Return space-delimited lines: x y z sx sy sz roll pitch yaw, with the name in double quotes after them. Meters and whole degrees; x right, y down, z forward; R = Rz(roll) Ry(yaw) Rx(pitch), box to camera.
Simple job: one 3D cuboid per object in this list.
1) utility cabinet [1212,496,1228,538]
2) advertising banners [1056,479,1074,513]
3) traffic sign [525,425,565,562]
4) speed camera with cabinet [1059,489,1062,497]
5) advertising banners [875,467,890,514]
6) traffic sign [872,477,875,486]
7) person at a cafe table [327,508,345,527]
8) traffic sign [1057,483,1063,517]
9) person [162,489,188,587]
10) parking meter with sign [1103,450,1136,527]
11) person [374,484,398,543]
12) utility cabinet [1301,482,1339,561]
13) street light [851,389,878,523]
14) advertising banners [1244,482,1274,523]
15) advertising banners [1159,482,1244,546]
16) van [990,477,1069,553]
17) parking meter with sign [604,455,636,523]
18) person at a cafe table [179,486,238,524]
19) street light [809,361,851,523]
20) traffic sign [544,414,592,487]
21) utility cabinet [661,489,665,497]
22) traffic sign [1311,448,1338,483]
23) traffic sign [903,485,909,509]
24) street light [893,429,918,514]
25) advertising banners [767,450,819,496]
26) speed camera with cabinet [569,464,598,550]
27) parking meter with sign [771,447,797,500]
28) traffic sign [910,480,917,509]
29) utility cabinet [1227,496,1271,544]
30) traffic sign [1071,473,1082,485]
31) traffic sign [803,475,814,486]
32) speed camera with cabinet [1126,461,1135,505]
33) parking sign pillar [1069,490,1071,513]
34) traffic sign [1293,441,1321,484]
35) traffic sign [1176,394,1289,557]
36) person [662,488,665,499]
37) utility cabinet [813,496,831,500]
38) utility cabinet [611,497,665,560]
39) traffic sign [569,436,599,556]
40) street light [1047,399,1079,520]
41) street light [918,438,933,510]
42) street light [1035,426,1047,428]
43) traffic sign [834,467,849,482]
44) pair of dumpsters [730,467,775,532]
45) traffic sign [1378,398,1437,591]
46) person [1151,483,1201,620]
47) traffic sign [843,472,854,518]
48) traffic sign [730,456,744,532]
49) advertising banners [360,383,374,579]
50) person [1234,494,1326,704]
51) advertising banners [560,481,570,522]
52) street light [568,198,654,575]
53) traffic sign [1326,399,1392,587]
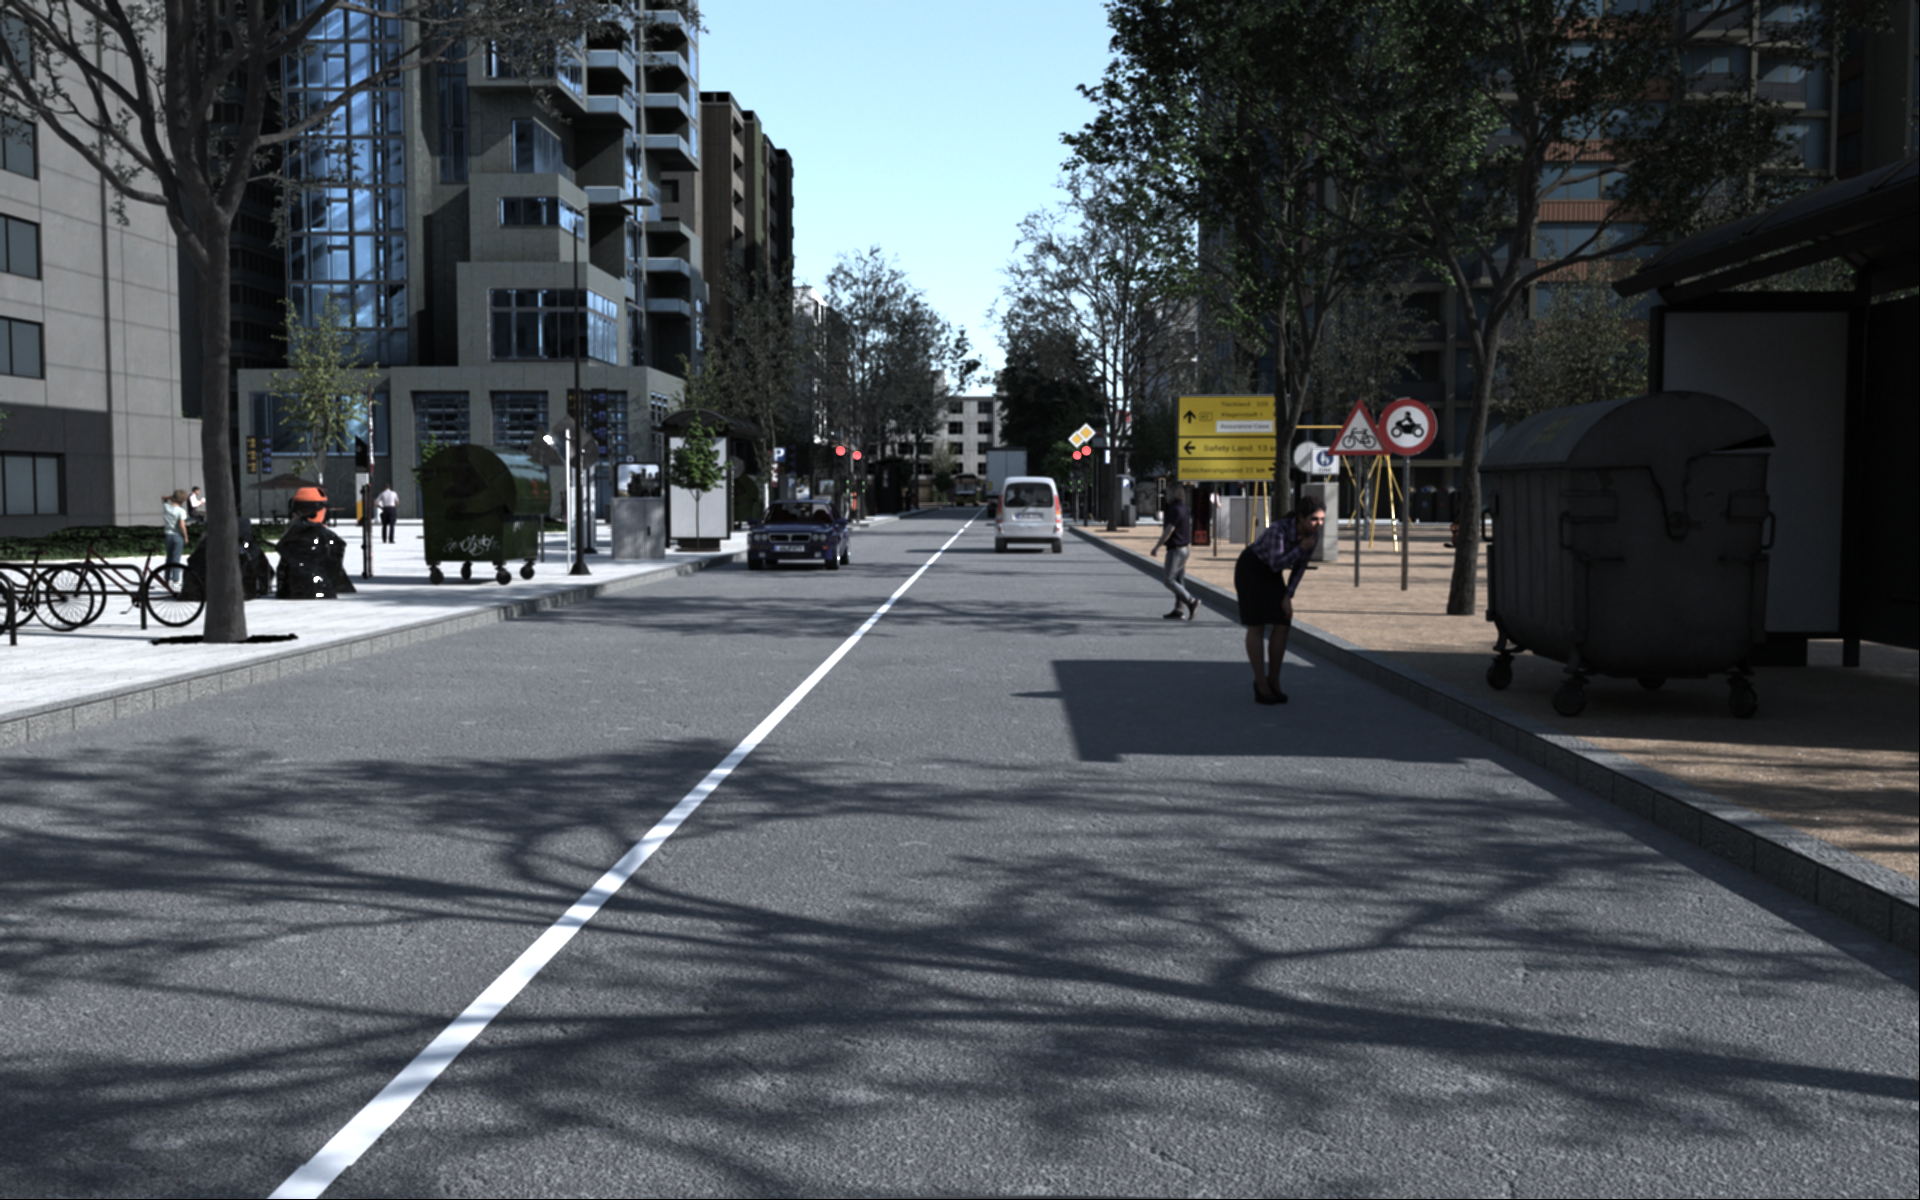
7.963 -2.447 51.167 1.020 1.237 0.306 -1 4 -14 "utility cabinet"
7.113 -7.366 116.627 2.074 3.025 0.090 -1 4 -18 "advertising banners"
-7.883 -1.996 32.632 0.884 2.594 0.081 0 4 5 "traffic sign"
7.359 -8.718 136.881 0.660 3.252 2.038 2 4 32 "speed camera with cabinet"
-5.518 -7.047 111.408 2.074 3.025 0.090 0 4 6 "advertising banners"
-5.803 -7.438 121.721 0.768 2.556 0.104 0 4 7 "traffic sign"
-24.927 -3.576 66.979 1.698 1.524 1.622 0 4 -1 "person at a cafe table"
5.808 -5.881 98.287 0.606 2.300 0.079 0 4 2 "traffic sign"
-10.850 -0.854 23.912 0.435 1.345 0.340 0 4 1 "person"
6.283 -4.363 67.596 0.543 3.016 1.738 -2 4 -27 "parking meter with sign"
-15.017 -2.268 45.343 0.614 1.554 0.590 -1 4 -14 "person"
6.865 -1.498 33.172 0.318 1.500 1.173 -1 4 -10 "utility cabinet"
-4.319 -6.349 76.344 1.470 5.913 1.316 0 4 1 "street light"
13.412 -5.008 78.076 2.074 3.025 0.090 1 4 16 "advertising banners"
5.939 -2.855 42.863 2.074 3.025 0.090 2 4 27 "advertising banners"
1.733 -2.227 43.430 2.013 2.044 4.112 0 4 3 "van"
-15.032 -4.911 76.551 0.543 3.016 1.738 2 4 25 "parking meter with sign"
-23.813 -2.829 54.769 1.622 1.524 1.698 -2 4 -29 "person at a cafe table"
-4.684 -5.382 60.544 1.470 5.913 1.316 0 4 1 "street light"
-6.432 -1.751 28.366 0.795 2.593 0.064 0 4 3 "traffic sign"
-13.190 -4.188 77.155 0.318 1.500 1.173 0 4 4 "utility cabinet"
7.970 -2.187 37.886 0.606 2.300 0.079 1 4 8 "traffic sign"
-4.751 -8.924 145.916 0.884 2.594 0.081 1 4 10 "traffic sign"
-3.581 -8.368 109.352 1.470 5.913 1.316 0 4 1 "street light"
-6.631 -4.441 68.795 2.074 3.025 0.090 -1 4 -16 "advertising banners"
-8.887 -2.843 40.823 0.660 3.252 2.038 -1 4 -11 "speed camera with cabinet"
-6.348 -4.127 63.737 0.543 3.016 1.738 -2 4 -29 "parking meter with sign"
-4.001 -9.187 150.311 0.768 2.556 0.104 0 4 6 "traffic sign"
7.469 -2.046 44.607 1.020 1.237 0.306 1 4 12 "utility cabinet"
5.537 -4.890 82.088 0.606 2.300 0.079 0 4 7 "traffic sign"
-7.981 -5.459 91.391 0.606 2.300 0.079 0 4 8 "traffic sign"
8.025 -5.837 89.778 2.038 3.252 0.660 0 4 -8 "speed camera with cabinet"
7.932 -7.975 118.867 1.447 3.967 1.447 2 4 28 "parking sign pillar"
8.407 -2.552 41.833 0.768 2.556 0.104 0 4 2 "traffic sign"
5.546 -2.537 35.346 2.265 3.308 0.079 0 4 6 "traffic sign"
-10.876 -3.447 64.620 0.499 1.552 0.429 -1 4 -20 "person"
-5.567 -3.449 67.559 1.020 1.237 0.306 0 4 1 "utility cabinet"
-6.356 -1.408 34.188 1.020 1.237 0.306 -1 4 -20 "utility cabinet"
-7.888 -2.199 36.062 0.768 2.556 0.104 1 4 9 "traffic sign"
5.142 -6.850 84.532 1.470 5.913 1.316 0 4 1 "street light"
-2.925 -10.387 142.362 1.470 5.913 1.316 0 4 1 "street light"
5.825 -8.895 117.973 1.470 5.913 1.316 0 4 1 "street light"
-5.349 -4.794 78.495 0.768 2.556 0.104 1 4 10 "traffic sign"
-7.507 -3.548 60.499 1.574 2.255 4.437 0 4 1 "pair of dumpsters"
5.911 -1.398 22.963 0.768 2.556 0.104 0 4 5 "traffic sign"
2.477 -0.549 19.693 0.569 1.553 0.471 -2 4 -31 "person"
-6.060 -5.683 93.027 0.768 2.556 0.104 0 4 7 "traffic sign"
-7.602 -3.529 57.804 0.768 2.556 0.104 0 4 5 "traffic sign"
-9.193 -1.878 26.897 0.090 3.025 2.074 -1 4 -14 "advertising banners"
2.188 -0.001 11.757 0.421 1.427 0.697 -3 4 -38 "person"
-15.542 -4.412 68.326 0.090 3.025 2.074 0 4 -3 "advertising banners"
-5.496 -3.350 27.308 1.470 5.913 1.316 0 4 1 "street light"
5.472 -1.456 23.808 0.884 2.594 0.081 0 4 4 "traffic sign"
